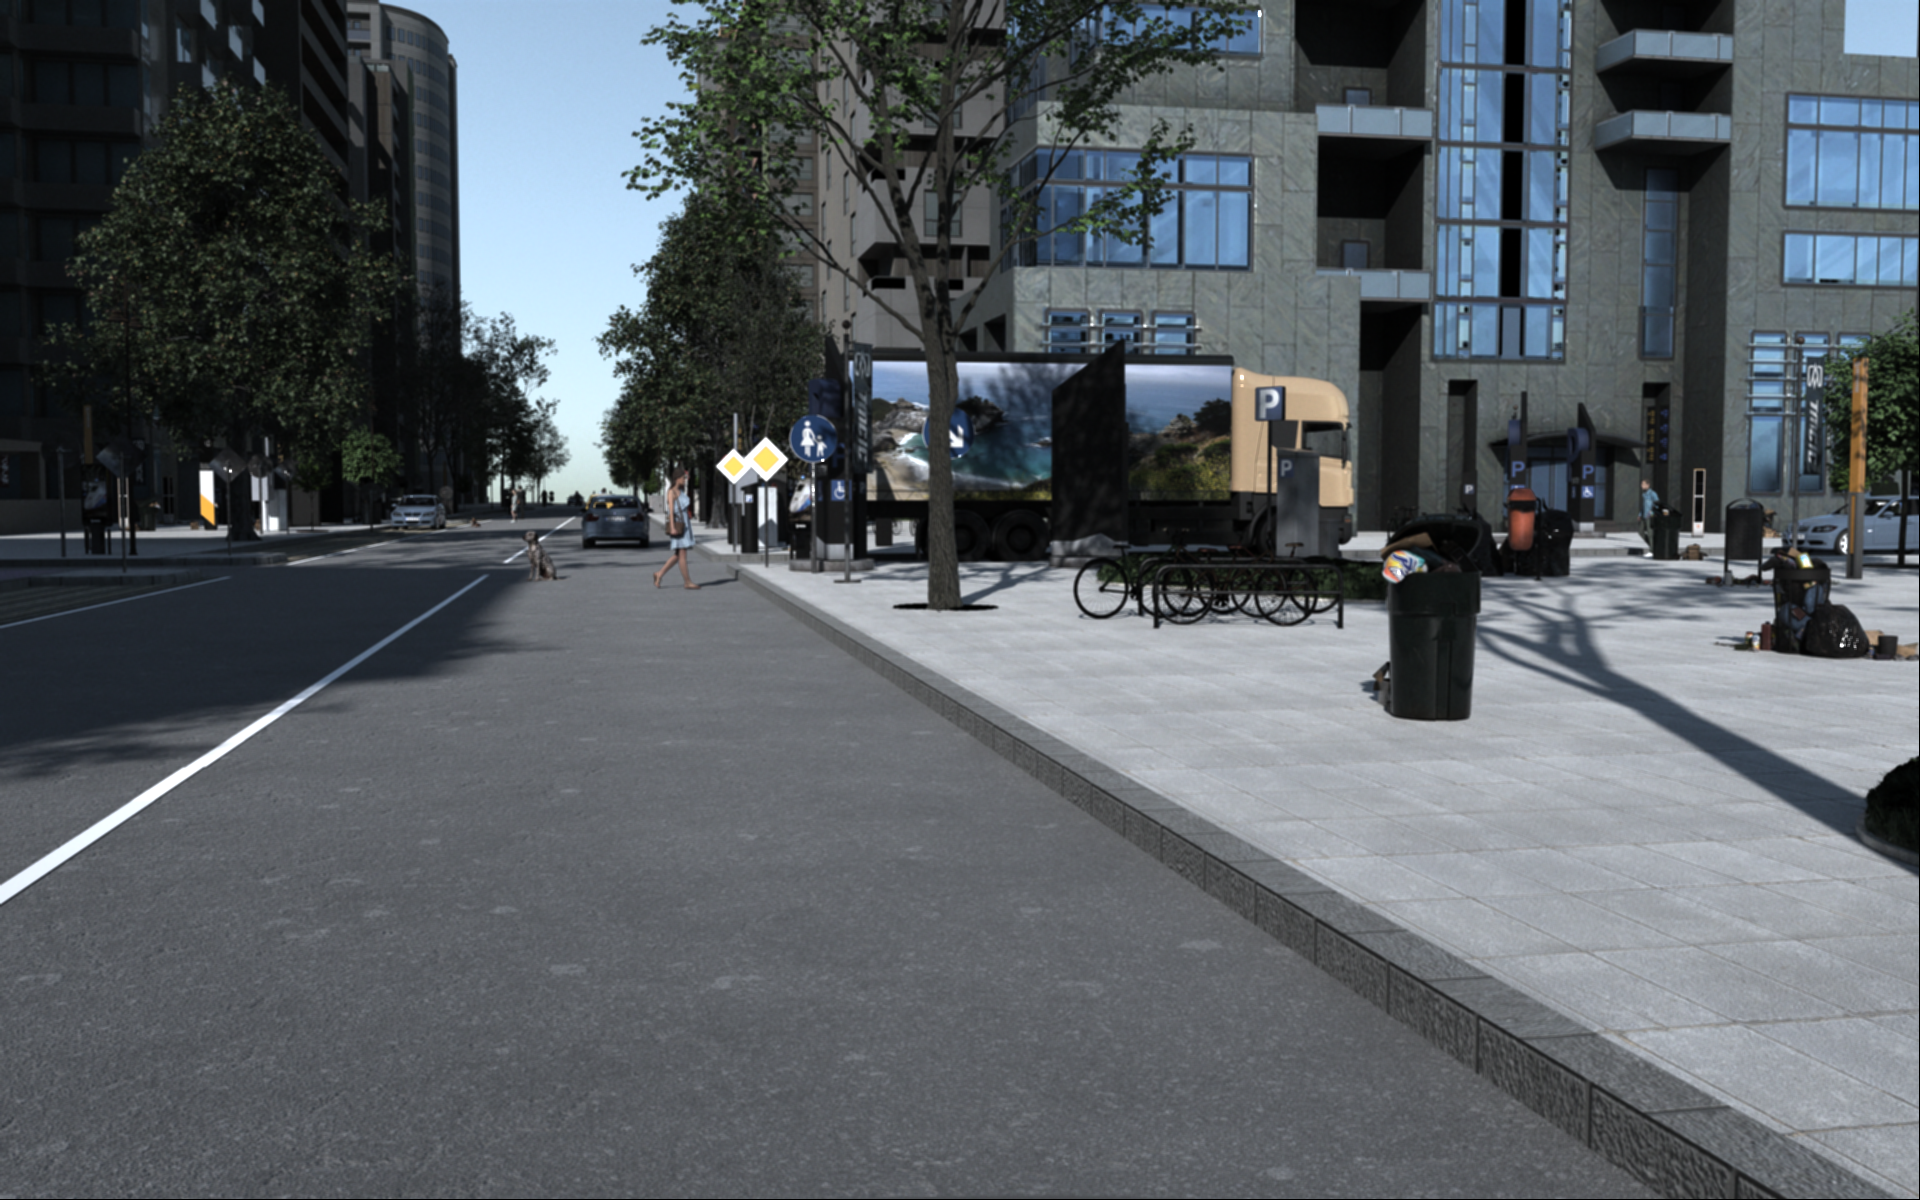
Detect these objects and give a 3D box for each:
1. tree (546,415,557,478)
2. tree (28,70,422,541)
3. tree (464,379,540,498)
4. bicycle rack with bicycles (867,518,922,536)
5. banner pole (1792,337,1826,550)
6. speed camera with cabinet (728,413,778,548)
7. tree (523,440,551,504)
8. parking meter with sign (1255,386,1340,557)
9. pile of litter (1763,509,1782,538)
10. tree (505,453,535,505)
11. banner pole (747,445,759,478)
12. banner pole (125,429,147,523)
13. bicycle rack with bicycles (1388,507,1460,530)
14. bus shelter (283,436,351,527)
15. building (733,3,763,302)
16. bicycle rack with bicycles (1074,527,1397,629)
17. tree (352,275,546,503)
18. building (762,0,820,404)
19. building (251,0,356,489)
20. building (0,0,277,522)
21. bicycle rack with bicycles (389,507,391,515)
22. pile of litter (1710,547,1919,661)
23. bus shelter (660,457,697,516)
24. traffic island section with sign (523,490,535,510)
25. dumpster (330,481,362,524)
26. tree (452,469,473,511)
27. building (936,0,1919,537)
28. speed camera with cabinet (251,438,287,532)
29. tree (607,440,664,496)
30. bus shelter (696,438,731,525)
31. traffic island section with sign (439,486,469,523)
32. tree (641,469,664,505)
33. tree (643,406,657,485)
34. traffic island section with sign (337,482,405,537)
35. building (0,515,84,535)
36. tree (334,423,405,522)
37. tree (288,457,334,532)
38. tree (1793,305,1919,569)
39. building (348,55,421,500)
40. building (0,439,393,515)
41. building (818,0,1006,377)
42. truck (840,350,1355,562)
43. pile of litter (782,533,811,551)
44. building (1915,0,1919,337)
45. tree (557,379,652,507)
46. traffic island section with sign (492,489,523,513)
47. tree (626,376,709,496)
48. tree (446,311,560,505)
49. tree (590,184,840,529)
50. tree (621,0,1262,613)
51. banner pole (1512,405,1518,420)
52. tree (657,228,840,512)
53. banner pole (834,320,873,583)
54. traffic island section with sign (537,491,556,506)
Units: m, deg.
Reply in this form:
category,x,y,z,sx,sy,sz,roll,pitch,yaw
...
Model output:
category,x,y,z,sx,sy,sz,roll,pitch,yaw
tree,-62.256,-21.126,255.771,12.009,13.543,11.850,0,3,0
tree,-19.660,-7.954,47.057,9.611,12.733,9.660,0,3,0
tree,-44.559,-15.398,169.883,7.486,12.596,7.792,0,3,0
bicycle rack with bicycles,-1.602,-2.451,53.463,2.852,0.926,2.925,1,4,23
banner pole,13.566,-2.308,27.756,0.863,3.779,0.401,-2,4,-29
speed camera with cabinet,-5.007,-2.904,41.816,0.660,3.252,2.038,-2,4,-26
tree,-60.122,-18.121,246.644,4.360,8.622,3.978,0,3,0
parking meter with sign,5.652,-1.990,28.798,1.738,3.016,0.543,-3,5,-43
pile of litter,23.777,-2.291,51.428,1.176,0.858,1.719,-1,4,-9
tree,-54.298,-16.049,212.763,4.737,8.622,4.395,0,3,0
banner pole,-9.383,-5.395,78.227,0.863,3.779,0.401,2,4,24
banner pole,-31.924,-4.710,67.023,0.863,3.779,0.401,-2,4,-27
bicycle rack with bicycles,12.787,-2.077,47.345,2.925,0.926,2.852,-2,4,-32
bus shelter,-26.078,-4.842,70.451,1.731,3.624,6.357,-1,4,-12
building,-8.489,-30.494,153.207,22.147,44.769,28.867,-1,4,-11
bicycle rack with bicycles,2.614,-0.254,17.539,2.925,0.926,2.852,0,4,2
tree,-29.805,-11.440,97.417,12.009,13.543,11.850,0,3,0
building,-7.996,-27.360,130.925,14.154,41.232,14.086,-1,4,-11
building,-53.280,-30.067,115.302,21.300,48.544,21.600,-1,4,-11
building,-49.072,-28.715,89.096,23.786,49.044,30.456,-1,4,-11
bicycle rack with bicycles,-32.145,-5.452,102.527,2.925,0.926,2.852,-2,4,-31
pile of litter,6.979,-0.008,14.092,1.176,0.858,1.719,-1,4,-10
bus shelter,-15.882,-6.359,97.889,2.014,3.302,5.546,-1,4,-11
traffic island section with sign,-40.305,-9.247,159.809,1.989,1.847,2.006,-1,4,-11
dumpster,-27.027,-4.298,76.027,1.264,1.857,1.865,-1,4,-12
tree,-38.517,-8.529,134.046,1.663,3.219,1.824,0,3,0
building,14.502,-45.755,60.774,31.000,86.520,22.319,-1,4,-11
speed camera with cabinet,-23.721,-3.982,59.448,0.660,3.252,2.038,0,4,-4
tree,-41.261,-18.614,222.470,7.486,12.596,7.792,0,3,0
bus shelter,-10.754,-5.159,75.625,1.731,3.624,6.357,-1,4,-11
traffic island section with sign,-25.153,-4.668,84.944,1.989,1.847,2.006,-1,4,-11
tree,-23.307,-8.366,131.383,1.663,3.219,1.824,0,3,0
tree,-13.141,-8.088,82.600,4.360,8.622,3.978,0,3,0
traffic island section with sign,-19.660,-3.011,57.865,1.989,1.847,2.006,-1,4,-11
building,-46.470,-22.135,53.784,32.217,40.220,23.993,-1,4,-11
tree,-27.081,-5.830,79.038,4.285,4.588,4.351,0,3,0
tree,-21.955,-3.894,58.268,1.663,3.219,1.824,0,3,0
tree,16.497,-2.855,30.390,4.285,4.588,4.351,0,3,0
building,-57.341,-28.976,157.356,14.154,41.232,14.086,-1,4,-11
building,-62.652,-27.217,136.879,32.217,40.220,23.993,-1,4,-11
building,6.767,-31.179,99.010,28.713,52.752,27.495,-1,4,-11
truck,3.085,-2.867,35.796,11.283,4.237,2.839,-1,4,-10
pile of litter,-3.417,-1.548,39.276,1.176,0.858,1.719,-1,4,-15
building,45.603,-23.172,62.449,14.086,41.232,14.154,-1,4,-11
tree,-32.363,-16.335,177.453,12.009,13.543,11.850,0,3,0
traffic island section with sign,-34.951,-7.629,133.366,1.989,1.847,2.006,-1,4,-11
tree,-15.087,-8.649,91.771,4.737,8.622,4.395,0,3,0
tree,-48.280,-19.974,182.469,12.611,20.169,13.585,0,3,0
tree,-8.865,-8.994,64.062,9.611,12.733,9.660,0,3,0
tree,-0.265,-5.711,19.124,9.928,11.665,9.643,0,3,0
banner pole,15.541,-3.588,48.673,0.401,3.779,0.863,2,4,26
tree,-5.436,-5.955,47.734,4.360,8.622,3.978,0,3,0
banner pole,-1.506,-2.153,25.217,0.401,3.779,0.863,2,4,33
traffic island section with sign,-51.467,-12.616,214.906,1.989,1.847,2.006,-1,4,-11
